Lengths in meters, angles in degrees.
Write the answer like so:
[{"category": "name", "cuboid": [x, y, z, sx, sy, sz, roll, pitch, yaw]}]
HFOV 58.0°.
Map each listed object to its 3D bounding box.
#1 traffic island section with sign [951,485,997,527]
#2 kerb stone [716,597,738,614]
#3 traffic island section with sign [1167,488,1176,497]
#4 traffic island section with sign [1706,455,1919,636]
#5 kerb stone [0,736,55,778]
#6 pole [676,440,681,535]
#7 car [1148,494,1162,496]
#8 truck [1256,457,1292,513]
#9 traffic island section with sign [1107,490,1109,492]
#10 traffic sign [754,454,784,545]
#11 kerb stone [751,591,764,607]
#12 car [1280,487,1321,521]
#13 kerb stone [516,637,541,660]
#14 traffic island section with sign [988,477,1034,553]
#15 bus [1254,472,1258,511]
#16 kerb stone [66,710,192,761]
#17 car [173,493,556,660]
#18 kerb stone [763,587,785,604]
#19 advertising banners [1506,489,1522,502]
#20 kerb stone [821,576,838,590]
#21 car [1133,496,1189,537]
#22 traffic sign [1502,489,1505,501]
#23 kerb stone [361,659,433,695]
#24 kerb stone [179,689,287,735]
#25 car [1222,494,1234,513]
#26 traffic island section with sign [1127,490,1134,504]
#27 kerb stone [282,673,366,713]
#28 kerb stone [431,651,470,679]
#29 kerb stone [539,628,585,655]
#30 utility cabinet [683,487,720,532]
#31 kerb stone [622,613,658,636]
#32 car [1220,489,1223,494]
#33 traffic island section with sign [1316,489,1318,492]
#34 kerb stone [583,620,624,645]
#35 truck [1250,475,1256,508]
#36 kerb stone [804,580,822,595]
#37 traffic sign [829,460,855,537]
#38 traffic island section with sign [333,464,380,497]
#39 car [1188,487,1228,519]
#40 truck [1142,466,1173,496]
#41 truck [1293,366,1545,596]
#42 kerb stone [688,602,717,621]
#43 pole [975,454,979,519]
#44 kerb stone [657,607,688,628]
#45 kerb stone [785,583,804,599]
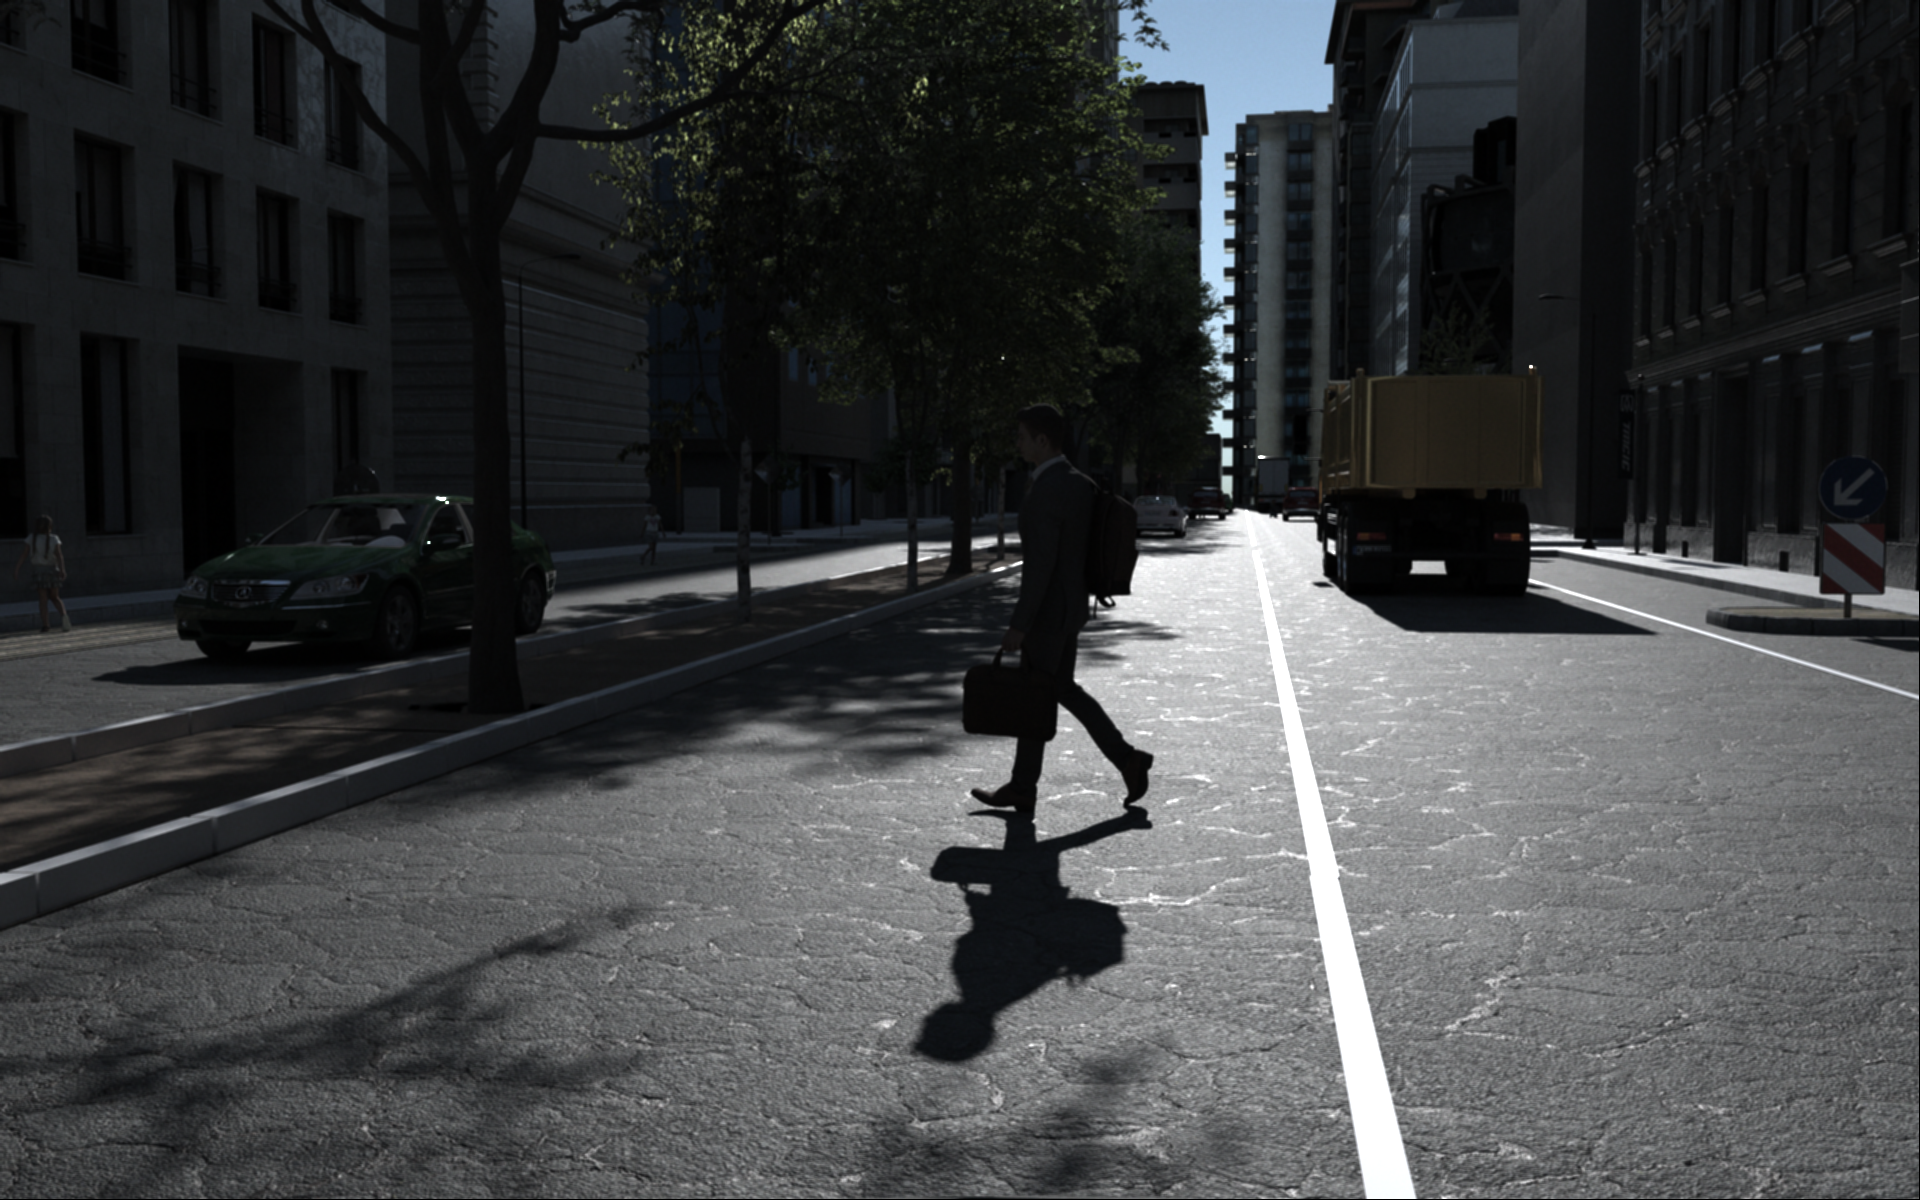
[{"category": "traffic island section with sign", "cuboid": [0.741, -4.112, 75.863, 1.989, 1.847, 2.006, 1, 4, 9]}, {"category": "kerb stone", "cuboid": [-2.864, 0.090, 20.859, 0.120, 0.150, 1.000, 1, 4, 9]}, {"category": "traffic island section with sign", "cuboid": [15.128, -7.109, 124.375, 2.006, 1.907, 1.989, 1, 4, 9]}, {"category": "traffic island section with sign", "cuboid": [9.185, -0.608, 18.572, 1.989, 1.847, 2.006, 1, 4, 9]}, {"category": "kerb stone", "cuboid": [-4.852, 0.829, 8.706, 0.120, 0.150, 1.000, 1, 4, 9]}, {"category": "pole", "cuboid": [-8.924, -3.733, 54.881, 0.158, 3.312, 0.155, 0, 3, 0]}, {"category": "car", "cuboid": [17.566, -8.933, 155.837, 2.009, 1.686, 4.222, 1, 4, 8]}, {"category": "truck", "cuboid": [24.803, -9.049, 136.863, 2.839, 4.237, 11.283, 1, 4, 10]}, {"category": "traffic island section with sign", "cuboid": [13.272, -8.800, 152.511, 1.989, 1.847, 2.006, 1, 4, 9]}, {"category": "traffic sign", "cuboid": [-4.816, -2.449, 43.686, 0.795, 2.450, 0.064, 1, 4, 9]}, {"category": "kerb stone", "cuboid": [-2.699, 0.022, 21.867, 0.120, 0.150, 1.000, 1, 4, 9]}, {"category": "car", "cuboid": [18.410, -5.173, 93.257, 2.281, 1.827, 5.304, 1, 4, 10]}, {"category": "kerb stone", "cuboid": [-3.858, 0.454, 14.777, 0.120, 0.150, 1.000, 1, 4, 9]}, {"category": "traffic island section with sign", "cuboid": [1.817, -2.127, 42.906, 2.006, 1.907, 1.989, 1, 4, 9]}, {"category": "bus", "cuboid": [27.188, -9.787, 151.559, 2.896, 3.916, 12.252, 1, 4, 10]}, {"category": "kerb stone", "cuboid": [-4.685, 0.768, 9.728, 0.120, 0.150, 1.000, 1, 4, 9]}, {"category": "car", "cuboid": [-5.496, -0.292, 16.577, 2.131, 1.459, 4.920, 1, 4, 10]}, {"category": "kerb stone", "cuboid": [-2.534, -0.042, 22.883, 0.120, 0.150, 1.000, 1, 4, 9]}, {"category": "advertising banners", "cuboid": [15.515, -3.185, 48.269, 0.090, 3.025, 2.074, 0, 4, 4]}, {"category": "kerb stone", "cuboid": [-2.035, -0.228, 25.920, 0.120, 0.150, 1.000, 1, 4, 9]}, {"category": "car", "cuboid": [6.727, -2.858, 59.093, 2.083, 1.381, 4.827, 1, 4, 10]}, {"category": "traffic sign", "cuboid": [12.792, -2.273, 40.800, 0.795, 2.450, 0.064, 1, 4, 9]}, {"category": "kerb stone", "cuboid": [-4.194, 0.577, 12.761, 0.120, 0.150, 1.000, 1, 4, 9]}, {"category": "kerb stone", "cuboid": [-4.520, 0.701, 10.739, 0.120, 0.150, 1.000, 1, 4, 9]}, {"category": "car", "cuboid": [19.906, -7.546, 132.181, 1.959, 1.807, 4.718, 1, 4, 11]}, {"category": "traffic island section with sign", "cuboid": [17.795, -10.495, 180.214, 1.989, 1.847, 2.006, 1, 4, 9]}, {"category": "kerb stone", "cuboid": [-4.358, 0.639, 11.752, 0.120, 0.150, 1.000, 1, 4, 9]}, {"category": "kerb stone", "cuboid": [-4.021, 0.519, 13.768, 0.120, 0.150, 1.000, 1, 4, 9]}, {"category": "kerb stone", "cuboid": [-3.690, 0.392, 15.798, 0.120, 0.150, 1.000, 1, 4, 9]}, {"category": "utility cabinet", "cuboid": [-8.625, -3.009, 57.875, 1.173, 1.500, 0.318, 1, 4, 11]}, {"category": "kerb stone", "cuboid": [-3.356, 0.270, 17.821, 0.120, 0.150, 1.000, 1, 4, 9]}, {"category": "car", "cuboid": [20.267, -7.954, 138.721, 2.281, 1.827, 5.304, 1, 4, 8]}, {"category": "traffic island section with sign", "cuboid": [30.522, -8.597, 149.181, 1.989, 1.847, 2.006, 1, 4, 9]}, {"category": "kerb stone", "cuboid": [-3.522, 0.330, 16.806, 0.120, 0.150, 1.000, 1, 4, 9]}, {"category": "truck", "cuboid": [31.134, -10.985, 175.530, 3.469, 3.379, 9.791, 1, 4, 9]}, {"category": "kerb stone", "cuboid": [-2.200, -0.165, 24.906, 0.120, 0.150, 1.000, 1, 4, 9]}, {"category": "traffic sign", "cuboid": [-3.529, -2.931, 51.567, 0.795, 2.450, 0.064, 1, 4, 9]}, {"category": "traffic island section with sign", "cuboid": [-8.020, -0.833, 22.245, 1.989, 1.847, 2.006, 1, 4, 9]}, {"category": "car", "cuboid": [14.248, -5.573, 99.793, 2.281, 1.827, 5.304, 1, 4, 10]}, {"category": "truck", "cuboid": [20.077, -11.413, 175.516, 2.839, 4.237, 11.283, 1, 4, 9]}, {"category": "truck", "cuboid": [7.299, -1.971, 28.156, 3.469, 3.379, 9.791, 1, 4, 9]}, {"category": "kerb stone", "cuboid": [-3.024, 0.150, 19.849, 0.120, 0.150, 1.000, 1, 4, 9]}, {"category": "pole", "cuboid": [0.875, -5.722, 87.401, 0.158, 3.312, 0.155, 0, 3, 0]}, {"category": "kerb stone", "cuboid": [-3.197, 0.206, 18.832, 0.120, 0.150, 1.000, 1, 4, 9]}, {"category": "kerb stone", "cuboid": [-2.366, -0.104, 23.891, 0.120, 0.150, 1.000, 1, 4, 9]}]
